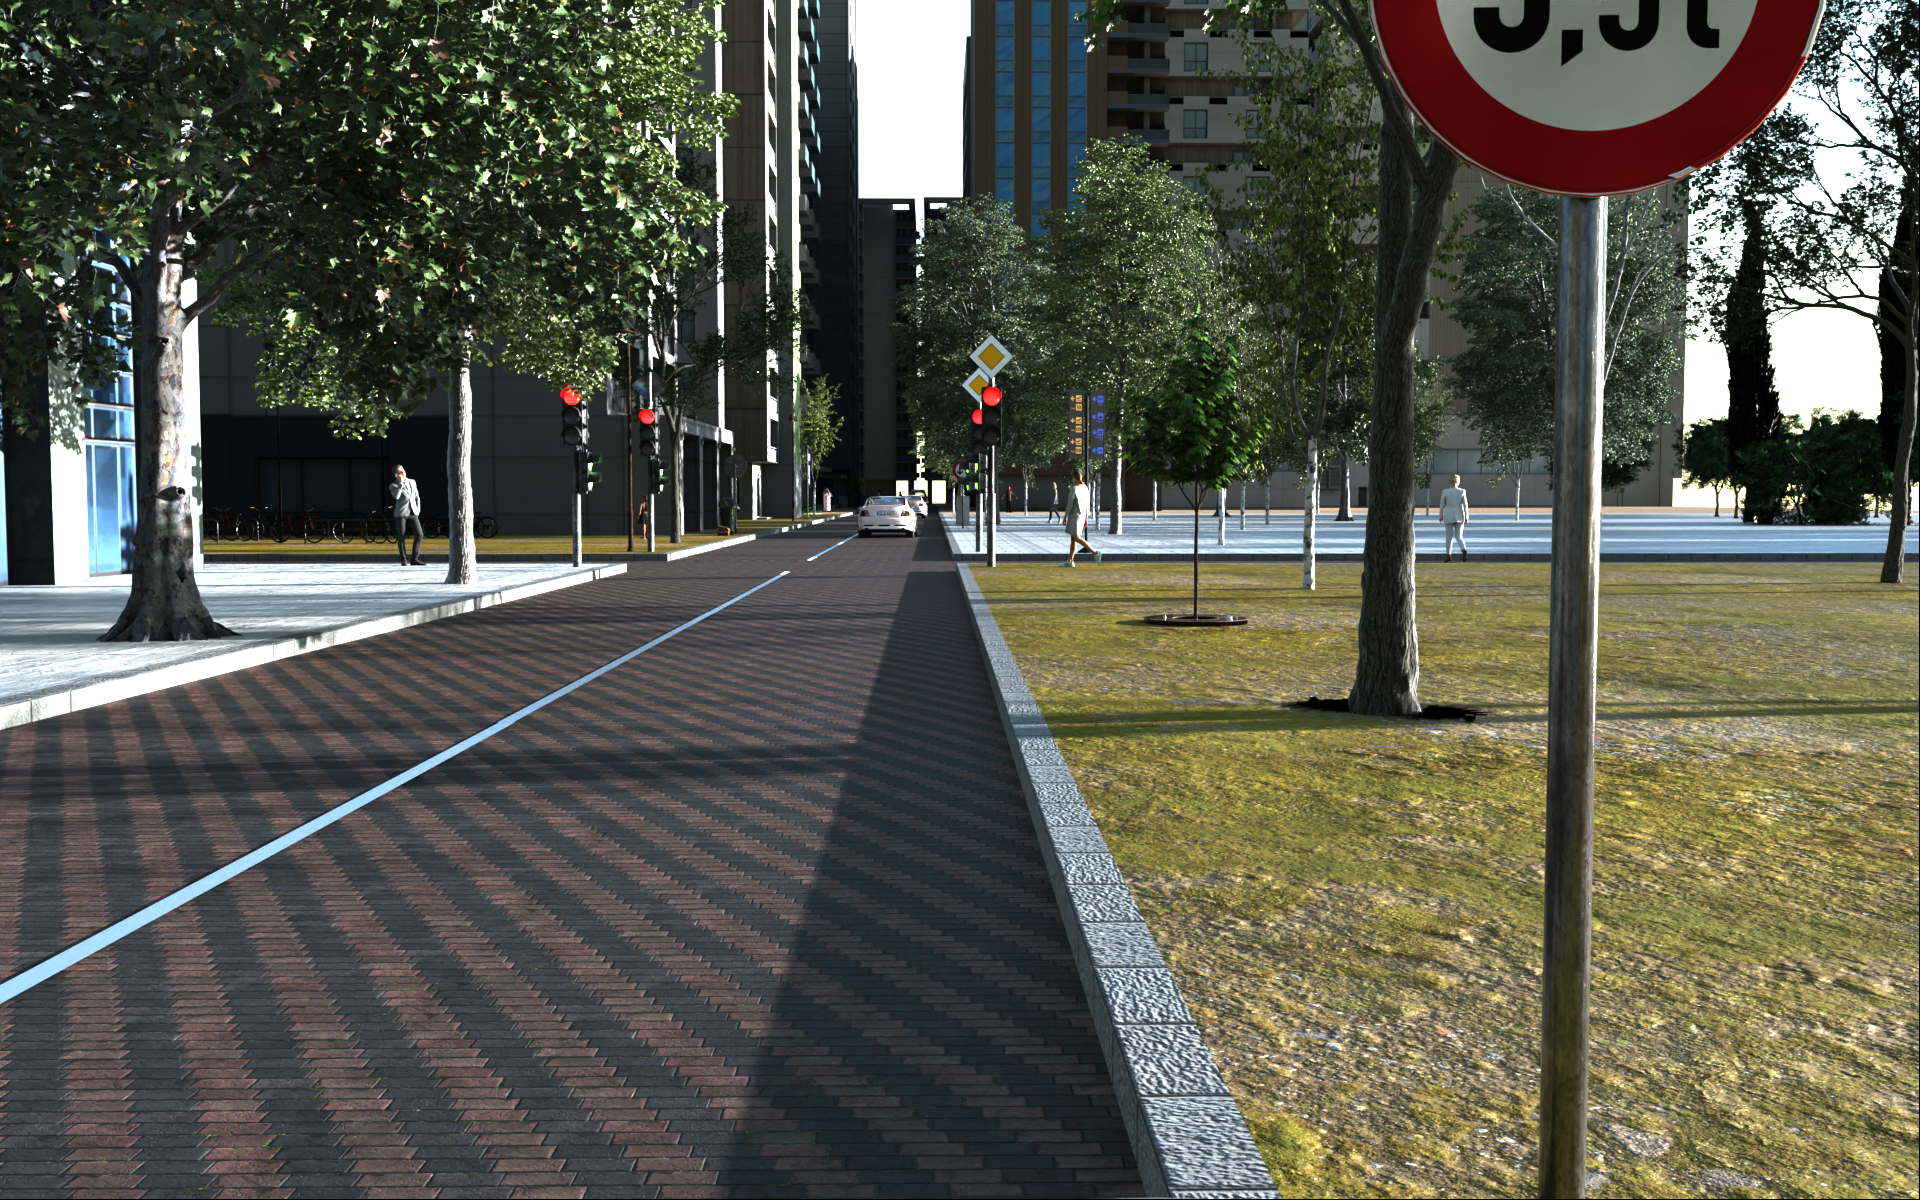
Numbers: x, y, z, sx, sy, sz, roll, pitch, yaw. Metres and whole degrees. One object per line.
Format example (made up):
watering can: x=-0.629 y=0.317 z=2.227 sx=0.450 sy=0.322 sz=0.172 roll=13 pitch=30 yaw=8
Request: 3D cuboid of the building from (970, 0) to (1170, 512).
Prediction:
building: x=7.842 y=-29.453 z=131.670 sx=14.600 sy=45.320 sz=14.200 roll=0 pitch=4 yaw=-1

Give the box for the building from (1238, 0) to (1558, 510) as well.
building: x=44.778 y=-35.804 z=174.633 sx=27.495 sy=52.752 sz=28.713 roll=0 pitch=4 yaw=-1

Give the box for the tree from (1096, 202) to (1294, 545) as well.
tree: x=6.405 y=-5.671 z=43.083 sx=4.360 sy=8.622 sz=3.978 roll=0 pitch=3 yaw=0

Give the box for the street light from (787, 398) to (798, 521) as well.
street light: x=-8.009 y=-6.749 z=83.127 sx=0.468 sy=5.910 sz=1.993 roll=0 pitch=4 yaw=-1

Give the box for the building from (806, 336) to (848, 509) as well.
building: x=-26.558 y=-28.339 z=155.229 sx=32.217 sy=40.220 sz=23.993 roll=0 pitch=4 yaw=-1

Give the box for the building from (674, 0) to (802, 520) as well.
building: x=-15.705 y=-24.735 z=88.016 sx=14.154 sy=41.232 sz=14.086 roll=0 pitch=4 yaw=-1

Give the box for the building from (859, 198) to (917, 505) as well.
building: x=-16.985 y=-31.963 z=214.477 sx=23.993 sy=40.220 sz=32.217 roll=0 pitch=4 yaw=-1

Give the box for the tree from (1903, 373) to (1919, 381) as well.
tree: x=43.689 y=-5.909 z=59.523 sx=20.602 sy=7.101 sz=11.467 roll=0 pitch=4 yaw=4

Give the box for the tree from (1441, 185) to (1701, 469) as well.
tree: x=22.504 y=-9.651 z=64.444 sx=9.857 sy=13.997 sz=8.962 roll=0 pitch=3 yaw=0

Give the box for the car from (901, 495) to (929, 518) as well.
car: x=-2.911 y=-5.546 z=103.042 sx=2.083 sy=1.381 sz=4.827 roll=0 pitch=4 yaw=0

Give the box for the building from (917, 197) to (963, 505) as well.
building: x=7.157 y=-31.934 z=213.994 sx=23.993 sy=40.220 sz=32.217 roll=0 pitch=4 yaw=-1

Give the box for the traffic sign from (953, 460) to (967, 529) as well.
traffic sign: x=0.108 y=-3.927 z=64.318 sx=0.768 sy=2.556 sz=0.104 roll=0 pitch=4 yaw=1

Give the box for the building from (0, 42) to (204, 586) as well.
building: x=-28.140 y=-42.977 z=15.348 sx=31.000 sy=86.520 sz=22.319 roll=0 pitch=4 yaw=-1

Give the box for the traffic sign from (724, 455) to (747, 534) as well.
traffic sign: x=-7.238 y=-3.409 z=55.835 sx=0.768 sy=2.556 sz=0.104 roll=1 pitch=4 yaw=9

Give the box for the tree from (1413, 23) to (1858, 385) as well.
tree: x=18.258 y=-11.816 z=49.079 sx=12.611 sy=20.169 sz=13.585 roll=0 pitch=3 yaw=0

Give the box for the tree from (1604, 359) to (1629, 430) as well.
tree: x=27.492 y=-7.651 z=75.451 sx=4.737 sy=8.622 sz=4.395 roll=0 pitch=3 yaw=0

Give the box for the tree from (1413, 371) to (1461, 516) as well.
tree: x=27.178 y=-9.233 z=101.329 sx=4.360 sy=8.622 sz=3.978 roll=0 pitch=3 yaw=0

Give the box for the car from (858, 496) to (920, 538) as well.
car: x=-2.418 y=-2.813 z=58.351 sx=2.083 sy=1.381 sz=4.827 roll=0 pitch=4 yaw=0

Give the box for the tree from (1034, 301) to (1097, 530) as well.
tree: x=4.966 y=-6.844 z=62.268 sx=4.360 sy=8.622 sz=3.978 roll=0 pitch=3 yaw=0

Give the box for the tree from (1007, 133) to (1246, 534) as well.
tree: x=5.381 y=-8.383 z=55.196 sx=7.486 sy=12.596 sz=7.792 roll=0 pitch=3 yaw=0

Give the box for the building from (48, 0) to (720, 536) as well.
building: x=-19.050 y=-38.133 z=61.721 sx=20.563 sy=71.187 sz=20.611 roll=0 pitch=4 yaw=-1

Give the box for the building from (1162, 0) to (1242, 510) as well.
building: x=15.007 y=-34.481 z=153.006 sx=28.713 sy=52.752 sz=27.495 roll=0 pitch=4 yaw=-1

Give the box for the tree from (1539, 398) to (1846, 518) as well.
tree: x=39.793 y=-8.312 z=98.801 sx=11.467 sy=7.101 sz=20.602 roll=-2 pitch=4 yaw=-32

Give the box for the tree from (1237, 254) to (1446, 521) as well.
tree: x=18.270 y=-10.090 z=81.980 sx=9.611 sy=12.733 sz=9.660 roll=0 pitch=3 yaw=0

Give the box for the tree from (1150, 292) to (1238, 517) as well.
tree: x=14.999 y=-11.090 z=98.336 sx=9.611 sy=12.733 sz=9.660 roll=0 pitch=3 yaw=0

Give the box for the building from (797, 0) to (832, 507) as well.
building: x=-21.940 y=-31.085 z=127.856 sx=23.786 sy=49.044 sz=30.456 roll=0 pitch=4 yaw=-1

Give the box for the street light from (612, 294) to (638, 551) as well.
street light: x=-7.375 y=-4.027 z=38.628 sx=0.468 sy=5.910 sz=1.993 roll=0 pitch=4 yaw=-1

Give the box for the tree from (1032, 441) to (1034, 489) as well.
tree: x=4.209 y=-9.403 z=104.098 sx=4.360 sy=8.622 sz=3.978 roll=0 pitch=3 yaw=0

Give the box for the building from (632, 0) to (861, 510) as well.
building: x=-21.002 y=-45.183 z=177.000 sx=20.611 sy=71.187 sz=20.563 roll=0 pitch=4 yaw=-1

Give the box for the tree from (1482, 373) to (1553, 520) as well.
tree: x=27.226 y=-8.195 z=84.347 sx=4.360 sy=8.622 sz=3.978 roll=0 pitch=3 yaw=0

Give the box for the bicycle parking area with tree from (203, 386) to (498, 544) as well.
bicycle parking area with tree: x=-17.468 y=-3.769 z=48.631 sx=9.016 sy=4.147 sz=8.231 roll=2 pitch=4 yaw=25

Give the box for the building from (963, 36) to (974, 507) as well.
building: x=11.103 y=-33.876 z=177.578 sx=21.300 sy=48.544 sz=21.600 roll=0 pitch=4 yaw=-1

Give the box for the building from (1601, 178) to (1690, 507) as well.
building: x=66.905 y=-30.534 z=182.826 sx=14.086 sy=41.232 sz=14.154 roll=0 pitch=4 yaw=-1

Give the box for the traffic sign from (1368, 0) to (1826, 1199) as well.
traffic sign: x=1.079 y=-0.179 z=3.028 sx=0.768 sy=2.556 sz=0.104 roll=0 pitch=4 yaw=4

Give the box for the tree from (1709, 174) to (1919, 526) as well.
tree: x=40.986 y=-10.608 z=75.258 sx=18.604 sy=14.587 sz=13.155 roll=-1 pitch=4 yaw=-13
